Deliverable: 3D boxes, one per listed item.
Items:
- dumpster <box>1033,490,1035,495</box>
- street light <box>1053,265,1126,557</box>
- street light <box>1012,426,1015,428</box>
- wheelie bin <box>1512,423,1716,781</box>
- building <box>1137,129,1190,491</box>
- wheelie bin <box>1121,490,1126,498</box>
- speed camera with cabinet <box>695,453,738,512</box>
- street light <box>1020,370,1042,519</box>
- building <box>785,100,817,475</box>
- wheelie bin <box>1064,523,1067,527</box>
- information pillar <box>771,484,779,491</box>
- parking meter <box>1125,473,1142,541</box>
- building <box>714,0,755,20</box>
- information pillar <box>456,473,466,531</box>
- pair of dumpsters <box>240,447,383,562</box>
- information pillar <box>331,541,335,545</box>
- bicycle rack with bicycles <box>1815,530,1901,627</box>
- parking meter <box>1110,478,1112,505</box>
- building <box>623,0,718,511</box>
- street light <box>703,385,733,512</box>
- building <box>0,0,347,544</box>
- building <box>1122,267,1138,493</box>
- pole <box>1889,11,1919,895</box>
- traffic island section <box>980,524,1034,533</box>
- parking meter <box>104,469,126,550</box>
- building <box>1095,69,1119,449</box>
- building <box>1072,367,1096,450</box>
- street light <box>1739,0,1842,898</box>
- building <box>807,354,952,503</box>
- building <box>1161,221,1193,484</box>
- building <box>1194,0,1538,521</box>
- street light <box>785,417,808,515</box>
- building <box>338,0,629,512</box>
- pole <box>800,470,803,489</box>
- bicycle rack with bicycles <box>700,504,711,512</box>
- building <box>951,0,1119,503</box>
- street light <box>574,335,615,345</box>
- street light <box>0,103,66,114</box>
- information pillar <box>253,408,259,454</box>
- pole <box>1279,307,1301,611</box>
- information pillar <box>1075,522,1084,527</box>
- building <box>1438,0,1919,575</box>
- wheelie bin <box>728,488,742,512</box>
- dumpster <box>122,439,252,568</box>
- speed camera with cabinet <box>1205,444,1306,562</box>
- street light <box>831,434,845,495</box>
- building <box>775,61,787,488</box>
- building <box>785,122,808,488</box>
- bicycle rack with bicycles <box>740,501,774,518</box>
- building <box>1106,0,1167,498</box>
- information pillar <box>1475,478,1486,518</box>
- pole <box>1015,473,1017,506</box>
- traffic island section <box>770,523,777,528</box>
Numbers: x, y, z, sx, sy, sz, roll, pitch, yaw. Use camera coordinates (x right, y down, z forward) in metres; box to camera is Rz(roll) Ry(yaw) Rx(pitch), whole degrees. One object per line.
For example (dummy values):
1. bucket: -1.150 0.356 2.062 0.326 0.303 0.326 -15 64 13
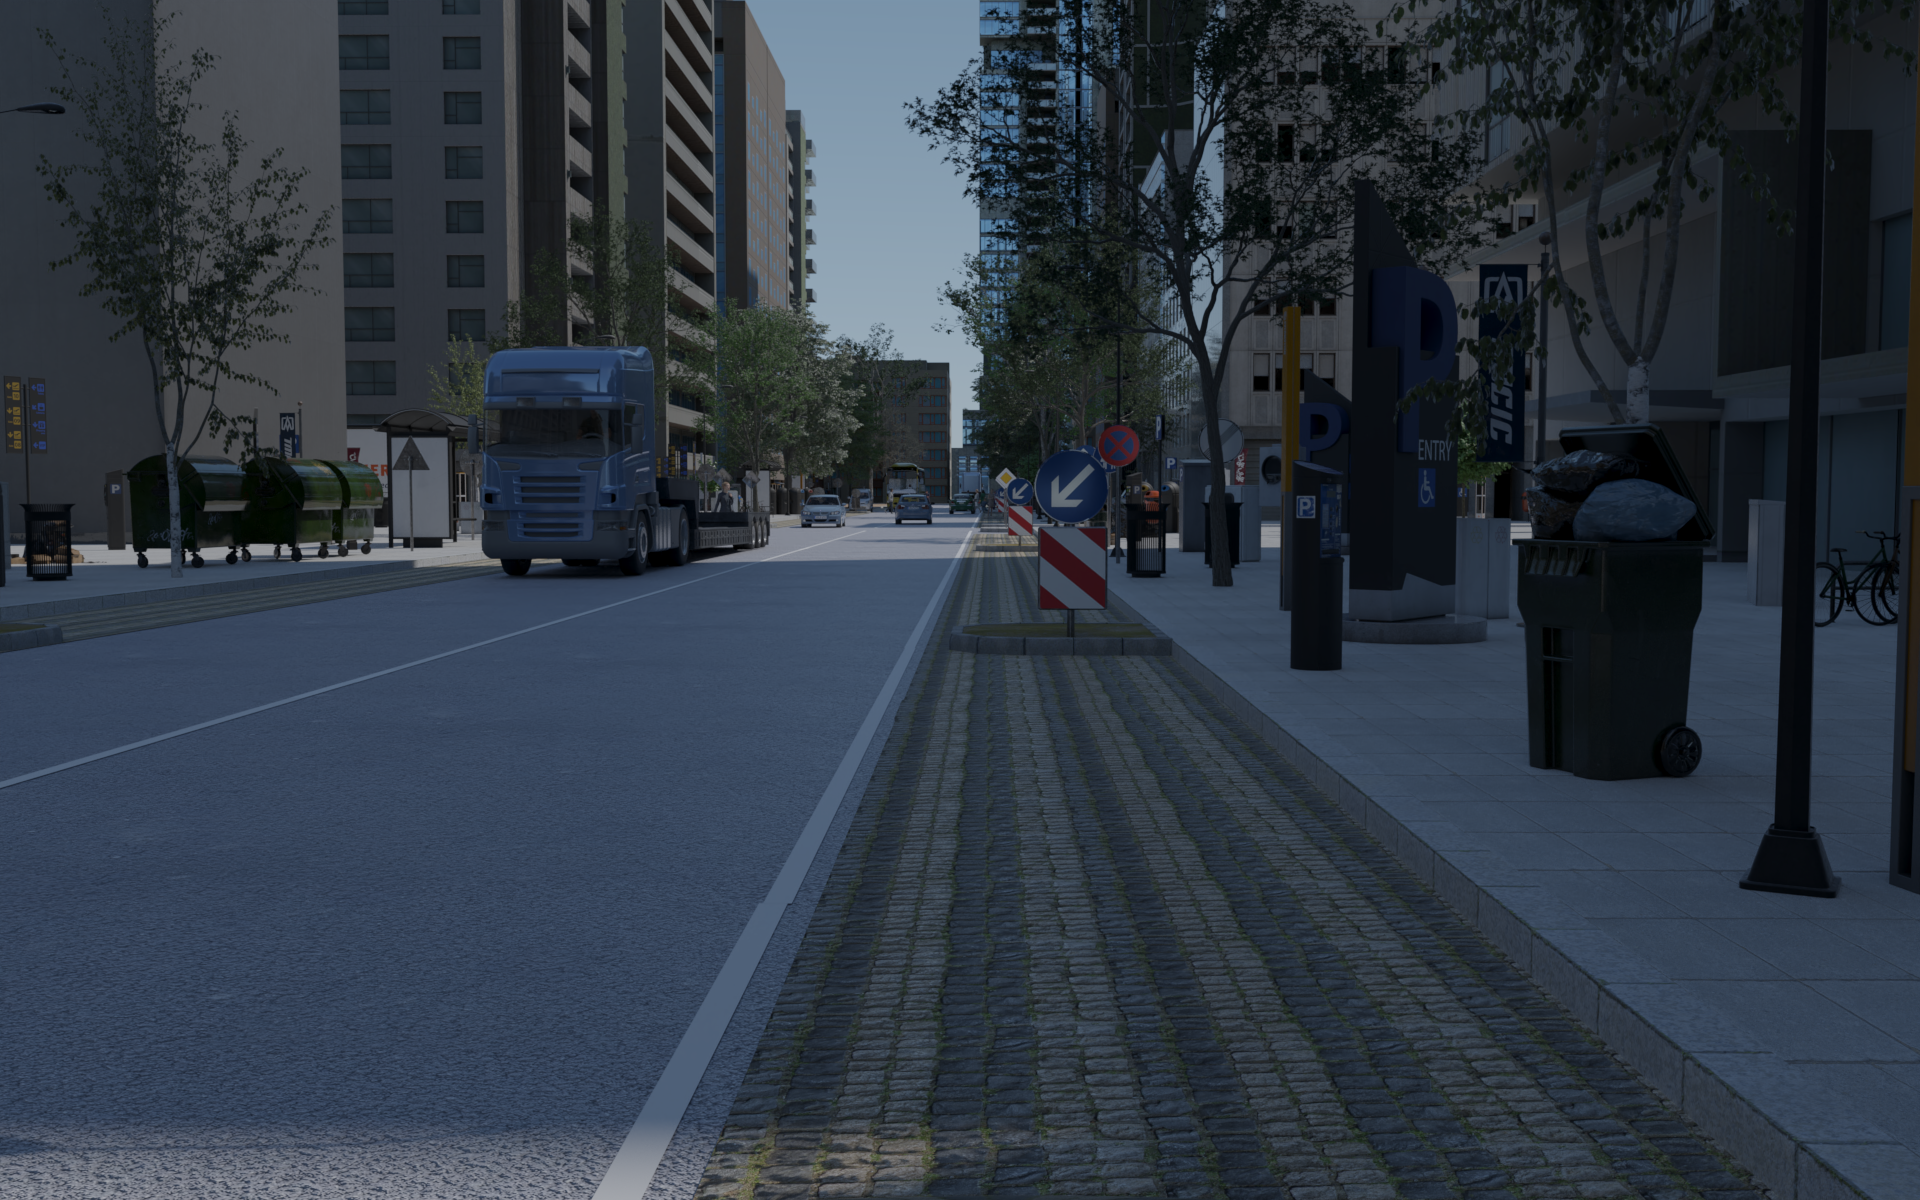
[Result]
1. dumpster: 6.086 -8.565 145.798 1.264 1.857 1.865 0 4 1
2. street light: 2.678 -3.835 35.242 1.470 5.913 1.316 0 4 1
3. street light: 3.494 -7.044 87.707 1.470 5.913 1.316 0 4 1
4. wheelie bin: 2.992 -0.004 7.976 0.693 1.594 0.980 -1 4 -21
5. building: 19.420 -18.623 122.500 12.078 24.808 19.932 0 4 1
6. wheelie bin: 11.997 -7.162 125.005 0.693 1.594 0.980 0 4 -8
7. speed camera with cabinet: -11.779 -5.452 83.478 2.038 3.252 0.660 -1 4 -14
8. street light: 3.097 -5.654 64.977 1.470 5.913 1.316 0 4 1
9. building: -32.660 -35.835 205.516 30.456 49.044 23.786 0 4 1
10. wheelie bin: 4.162 -3.370 63.002 0.980 1.594 0.693 2 4 31
11. information pillar: -13.369 -7.297 123.801 0.304 2.012 0.304 -3 5 -44
12. parking meter: 4.708 -2.521 46.934 0.399 1.863 0.255 -2 4 -29
13. building: -25.073 -30.946 156.070 14.600 45.320 14.200 0 4 1
14. information pillar: -17.267 -3.382 59.788 0.304 2.012 0.304 2 4 26
15. pair of dumpsters: -13.023 -1.965 34.618 1.574 2.255 4.437 0 4 1
16. information pillar: -16.020 -2.406 43.830 0.304 2.012 0.304 0 4 -4
17. bicycle rack with bicycles: 9.474 -0.195 16.569 2.925 0.926 2.852 0 4 -3
18. parking meter: 5.209 -3.425 61.710 0.399 1.863 0.255 0 4 5
19. building: -29.436 -30.441 121.407 21.300 48.544 21.600 0 4 1
20. street light: -10.369 -6.204 73.978 1.470 5.913 1.316 0 4 1
21. building: -31.988 -15.725 50.614 24.014 27.812 14.314 0 4 1
22. building: 19.951 -19.013 140.540 12.332 23.373 15.834 0 4 1
23. pole: 3.140 -0.714 5.525 0.158 3.312 0.155 0 3 0
24. traffic island section: 1.775 -2.663 65.816 2.009 0.180 2.903 0 4 1
25. parking meter: -19.360 -2.077 39.665 0.399 1.863 0.255 -2 4 -34
26. building: 21.464 -32.383 179.572 14.600 45.320 14.200 0 4 1
27. building: 27.585 -21.827 201.905 27.650 21.520 28.899 0 4 1
28. street light: 2.179 -2.016 5.509 1.470 5.913 1.316 0 4 1
29. building: -15.989 -25.084 255.154 28.899 21.520 27.650 0 4 1
30. building: 18.094 -15.228 103.735 10.420 20.320 16.860 0 4 1
31. building: 22.304 -16.431 86.675 19.932 24.808 12.078 0 4 1
32. street light: -9.822 -8.034 103.893 1.470 5.913 1.316 0 4 1
33. building: -25.296 -19.350 88.075 14.160 30.474 14.107 0 4 1
34. pole: -11.075 -7.774 120.954 0.158 3.312 0.155 0 3 0
35. bicycle rack with bicycles: -16.077 -6.461 119.024 2.925 0.926 2.852 2 4 26
36. building: 14.482 -57.273 249.076 31.000 86.520 22.319 0 4 1
37. street light: -10.772 -4.785 50.770 1.470 5.913 1.316 0 4 1
38. street light: -11.315 -2.947 20.724 1.470 5.913 1.316 0 4 1
39. information pillar: -19.062 -3.400 46.950 0.183 3.616 0.504 -1 4 -16
40. pole: 3.617 -1.537 18.980 0.158 3.312 0.155 0 3 0
41. information pillar: 3.242 -2.637 47.606 0.304 2.012 0.304 3 4 38
42. building: 25.338 -26.950 29.872 28.713 52.752 27.495 0 4 1
43. wheelie bin: -11.678 -4.962 89.038 0.980 1.594 0.693 0 4 4
44. dumpster: -13.676 -1.724 30.679 1.502 2.255 1.985 0 4 1
45. speed camera with cabinet: 5.533 -2.339 32.576 0.660 3.252 2.038 -3 4 -39
46. street light: -9.466 -9.912 134.594 1.470 5.913 1.316 0 4 1
47. building: -24.822 -31.834 170.598 14.600 45.320 14.200 0 4 1
48. building: -24.104 -30.669 185.026 14.154 41.232 14.086 0 4 1
49. bicycle rack with bicycles: -11.441 -4.959 94.454 2.852 0.926 2.925 -2 4 -34
50. building: 23.506 -44.188 160.718 20.563 71.187 20.611 0 4 1
51. information pillar: 21.999 -4.202 73.202 0.304 2.012 0.304 3 5 39
52. pole: 4.671 -9.221 144.609 0.158 3.312 0.155 0 3 0
53. traffic island section: -8.924 -3.163 73.995 2.009 0.180 2.903 0 4 1
